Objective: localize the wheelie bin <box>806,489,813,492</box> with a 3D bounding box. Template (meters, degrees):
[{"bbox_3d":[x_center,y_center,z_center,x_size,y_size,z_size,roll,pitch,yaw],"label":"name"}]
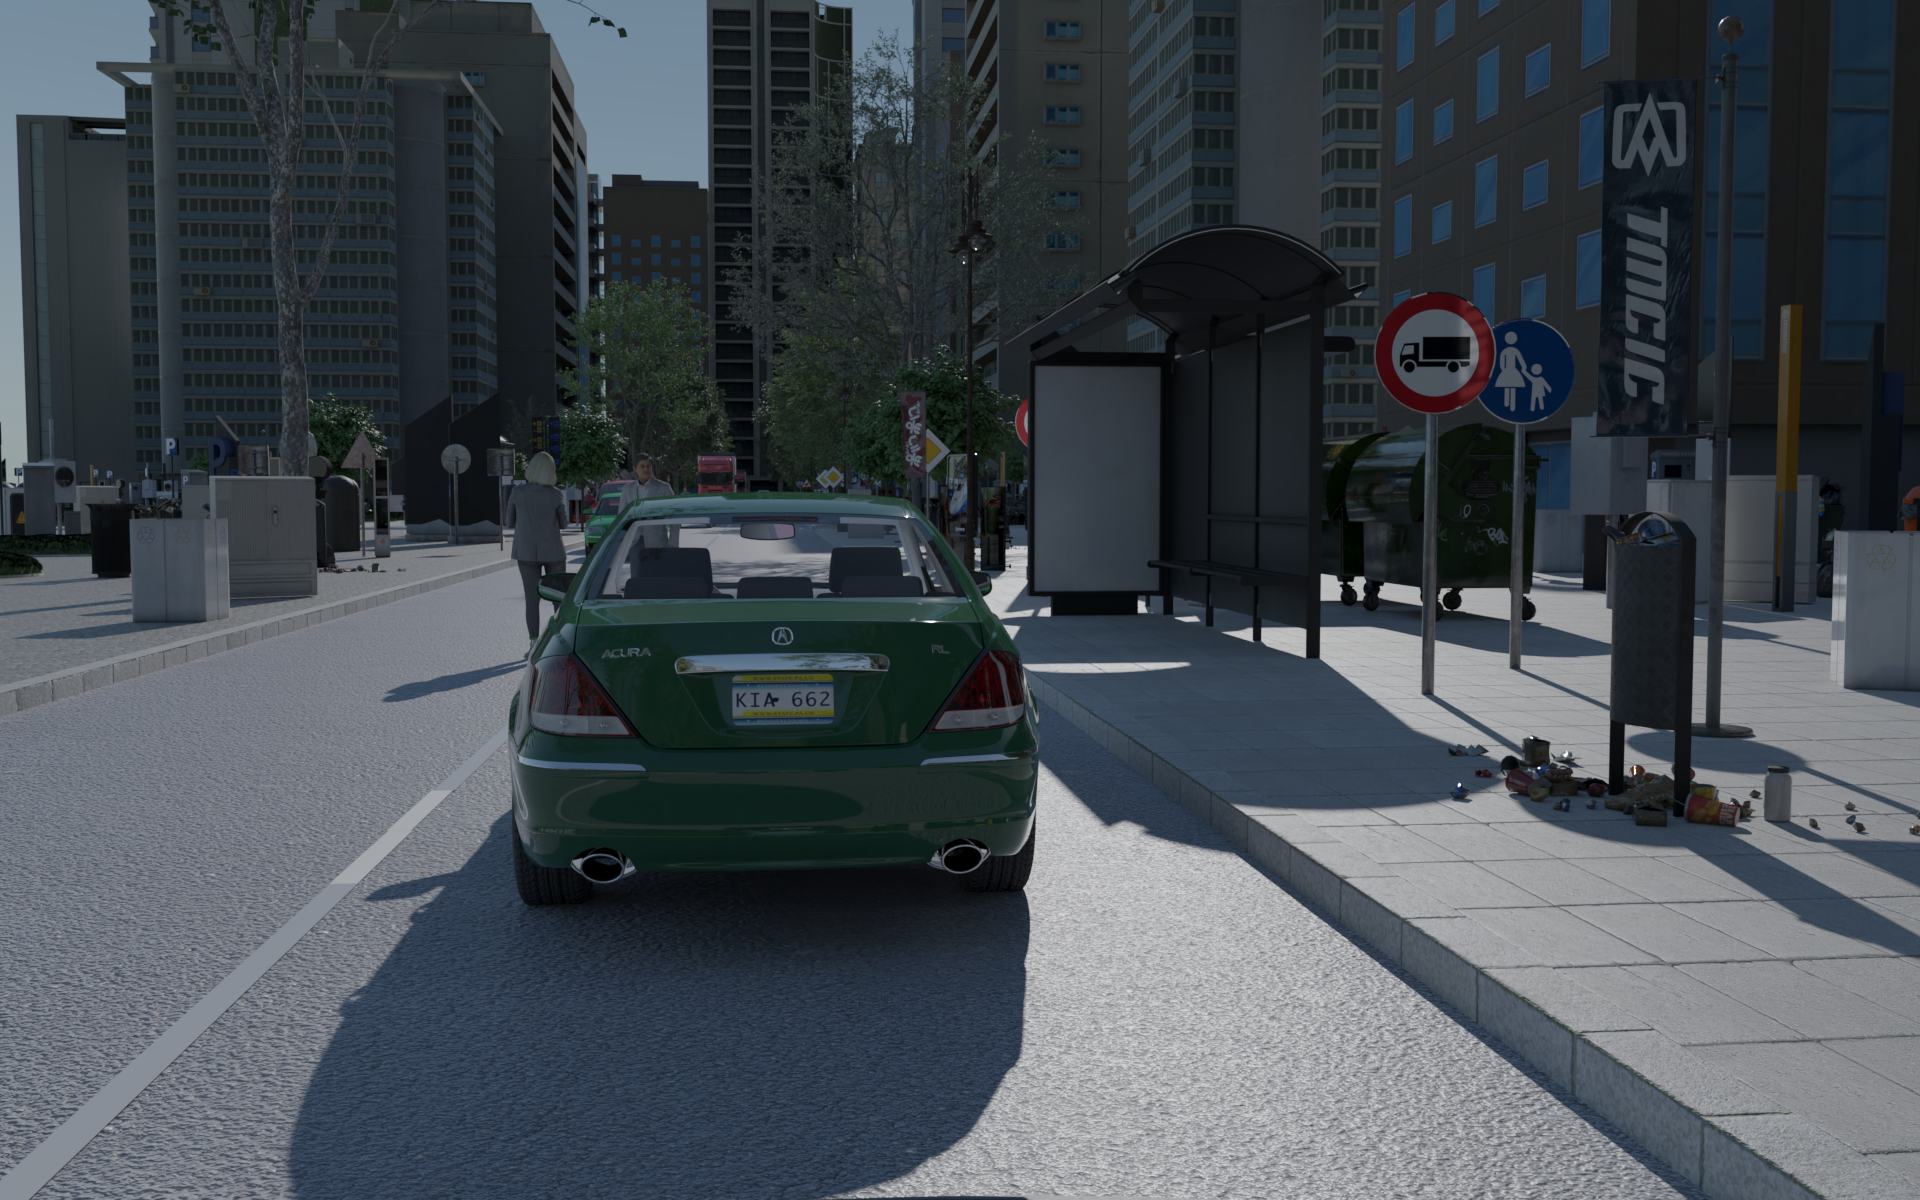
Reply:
[{"bbox_3d":[-10.230,-6.770,118.599,0.980,1.594,0.693,-1,4,-14],"label":"wheelie bin"}]

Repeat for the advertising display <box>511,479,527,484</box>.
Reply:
[{"bbox_3d":[-19.025,-4.252,74.740,0.123,1.923,0.974,1,4,22],"label":"advertising display"}]

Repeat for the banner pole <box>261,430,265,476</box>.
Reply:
[{"bbox_3d":[-27.353,-4.775,68.095,0.401,3.779,0.863,-1,4,-19],"label":"banner pole"}]

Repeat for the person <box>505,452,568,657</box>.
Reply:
[{"bbox_3d":[-3.732,-0.406,15.321,0.537,1.800,0.526,0,4,-3],"label":"person"}]

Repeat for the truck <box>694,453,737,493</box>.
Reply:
[{"bbox_3d":[-16.785,-8.002,119.751,2.839,4.237,11.283,0,4,-7],"label":"truck"}]

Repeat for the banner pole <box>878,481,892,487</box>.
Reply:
[{"bbox_3d":[-3.215,-5.007,71.889,0.863,3.779,0.401,1,4,20],"label":"banner pole"}]

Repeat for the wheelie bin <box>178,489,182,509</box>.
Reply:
[{"bbox_3d":[-52.260,-6.641,116.492,0.980,1.594,0.693,1,4,11],"label":"wheelie bin"}]

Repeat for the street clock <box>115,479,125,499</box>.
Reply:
[{"bbox_3d":[-40.131,-4.786,82.821,0.471,2.002,0.358,2,4,34],"label":"street clock"}]

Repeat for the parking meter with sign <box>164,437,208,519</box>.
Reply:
[{"bbox_3d":[-23.931,-3.545,54.216,0.543,3.016,1.738,2,4,27],"label":"parking meter with sign"}]

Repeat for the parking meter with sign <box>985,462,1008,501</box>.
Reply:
[{"bbox_3d":[2.168,-5.881,92.414,1.738,3.016,0.543,1,4,17],"label":"parking meter with sign"}]

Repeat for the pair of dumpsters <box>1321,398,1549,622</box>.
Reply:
[{"bbox_3d":[4.945,-1.033,19.378,1.574,2.255,4.437,0,4,-6],"label":"pair of dumpsters"}]

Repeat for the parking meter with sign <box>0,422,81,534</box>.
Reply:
[{"bbox_3d":[-22.471,-2.815,42.285,1.738,3.016,0.543,-2,4,-29],"label":"parking meter with sign"}]

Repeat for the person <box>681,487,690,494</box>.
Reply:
[{"bbox_3d":[-14.905,-5.237,94.136,0.660,1.820,0.620,-2,4,-24],"label":"person"}]

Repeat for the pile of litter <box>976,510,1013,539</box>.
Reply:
[{"bbox_3d":[0.993,-2.207,50.046,1.176,0.858,1.719,1,4,10],"label":"pile of litter"}]

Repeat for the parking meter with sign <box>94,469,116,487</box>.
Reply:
[{"bbox_3d":[-60.631,-7.735,122.732,0.543,3.016,1.738,1,4,12],"label":"parking meter with sign"}]

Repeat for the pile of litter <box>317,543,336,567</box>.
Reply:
[{"bbox_3d":[-11.636,-0.990,30.155,1.176,0.858,1.719,3,5,44],"label":"pile of litter"}]

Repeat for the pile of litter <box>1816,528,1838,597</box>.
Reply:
[{"bbox_3d":[11.277,-0.470,21.654,1.719,0.858,1.176,-3,5,-43],"label":"pile of litter"}]

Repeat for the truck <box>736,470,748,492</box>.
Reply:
[{"bbox_3d":[-26.270,-13.078,202.743,2.839,4.237,11.283,0,4,-7],"label":"truck"}]

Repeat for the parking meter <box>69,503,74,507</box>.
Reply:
[{"bbox_3d":[-59.918,-6.803,116.944,0.399,1.863,0.255,0,4,5],"label":"parking meter"}]

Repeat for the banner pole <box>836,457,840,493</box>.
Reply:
[{"bbox_3d":[-7.197,-6.863,102.230,0.401,3.779,0.863,1,4,14],"label":"banner pole"}]

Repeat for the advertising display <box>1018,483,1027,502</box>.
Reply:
[{"bbox_3d":[3.827,-5.803,100.087,0.974,1.923,0.123,-1,4,-21],"label":"advertising display"}]

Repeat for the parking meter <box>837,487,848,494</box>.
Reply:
[{"bbox_3d":[-3.986,-3.076,58.704,0.372,1.533,0.369,0,3,0],"label":"parking meter"}]

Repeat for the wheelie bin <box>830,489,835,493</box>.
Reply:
[{"bbox_3d":[-8.527,-6.411,112.720,0.980,1.594,0.693,3,5,40],"label":"wheelie bin"}]

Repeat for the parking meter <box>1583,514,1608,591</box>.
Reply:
[{"bbox_3d":[8.523,-0.899,23.114,0.372,1.533,0.369,0,3,0],"label":"parking meter"}]

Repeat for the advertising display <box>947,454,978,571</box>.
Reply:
[{"bbox_3d":[0.039,-1.394,28.003,0.123,1.923,0.974,-2,4,-24],"label":"advertising display"}]

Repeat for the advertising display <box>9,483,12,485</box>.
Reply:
[{"bbox_3d":[-54.689,-5.772,99.593,0.123,1.923,0.974,-3,5,-44],"label":"advertising display"}]

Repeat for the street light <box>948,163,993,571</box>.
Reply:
[{"bbox_3d":[0.140,-3.170,24.611,0.468,5.910,1.993,0,4,-6],"label":"street light"}]

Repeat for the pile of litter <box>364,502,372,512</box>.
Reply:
[{"bbox_3d":[-33.083,-5.072,96.894,1.176,0.858,1.719,-3,5,-44],"label":"pile of litter"}]

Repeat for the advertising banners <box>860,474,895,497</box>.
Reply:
[{"bbox_3d":[-2.561,-3.909,60.104,2.074,3.025,0.090,0,4,1],"label":"advertising banners"}]

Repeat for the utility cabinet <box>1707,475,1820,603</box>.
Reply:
[{"bbox_3d":[9.487,-0.723,20.504,1.173,1.500,0.318,3,5,41],"label":"utility cabinet"}]

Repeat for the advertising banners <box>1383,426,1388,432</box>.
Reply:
[{"bbox_3d":[10.971,-3.015,45.487,0.090,3.025,2.074,0,4,2],"label":"advertising banners"}]

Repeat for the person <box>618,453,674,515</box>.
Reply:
[{"bbox_3d":[-3.139,-0.562,17.536,0.661,1.843,0.795,1,4,8],"label":"person"}]

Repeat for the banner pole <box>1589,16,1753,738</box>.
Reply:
[{"bbox_3d":[3.815,-1.175,9.234,0.863,3.779,0.401,1,4,12],"label":"banner pole"}]

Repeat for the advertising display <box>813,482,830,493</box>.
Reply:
[{"bbox_3d":[-7.372,-5.332,92.399,0.974,1.923,0.123,2,4,26],"label":"advertising display"}]

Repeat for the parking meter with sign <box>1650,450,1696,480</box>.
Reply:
[{"bbox_3d":[12.388,-2.070,30.114,1.738,3.016,0.543,0,4,6],"label":"parking meter with sign"}]

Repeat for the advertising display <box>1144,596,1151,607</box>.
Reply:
[{"bbox_3d":[1.715,-0.889,19.752,0.974,1.923,0.123,0,4,5],"label":"advertising display"}]

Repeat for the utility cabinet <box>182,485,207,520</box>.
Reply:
[{"bbox_3d":[-18.837,-2.125,43.417,1.173,1.500,0.318,-1,4,-20],"label":"utility cabinet"}]

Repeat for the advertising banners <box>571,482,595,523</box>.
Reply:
[{"bbox_3d":[-16.819,-4.867,75.770,2.074,3.025,0.090,-2,4,-34],"label":"advertising banners"}]

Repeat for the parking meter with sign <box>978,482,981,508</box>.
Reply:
[{"bbox_3d":[0.949,-6.960,110.049,1.738,3.016,0.543,-2,4,-24],"label":"parking meter with sign"}]

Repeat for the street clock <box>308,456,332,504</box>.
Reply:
[{"bbox_3d":[-12.245,-1.743,33.071,0.471,2.002,0.358,0,4,4],"label":"street clock"}]

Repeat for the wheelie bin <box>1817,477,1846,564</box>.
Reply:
[{"bbox_3d":[15.960,-1.473,31.992,0.693,1.594,0.980,1,4,17],"label":"wheelie bin"}]

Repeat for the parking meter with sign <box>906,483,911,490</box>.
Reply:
[{"bbox_3d":[-4.156,-8.054,127.939,1.738,3.016,0.543,-2,4,-24],"label":"parking meter with sign"}]

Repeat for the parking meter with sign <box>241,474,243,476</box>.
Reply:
[{"bbox_3d":[-51.927,-8.013,127.269,1.738,3.016,0.543,0,4,-5],"label":"parking meter with sign"}]

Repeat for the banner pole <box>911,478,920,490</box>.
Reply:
[{"bbox_3d":[-3.111,-7.902,119.213,0.863,3.779,0.401,-2,4,-28],"label":"banner pole"}]

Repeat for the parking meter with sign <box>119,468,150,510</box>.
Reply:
[{"bbox_3d":[-55.464,-7.352,116.463,1.738,3.016,0.543,-3,5,-45],"label":"parking meter with sign"}]

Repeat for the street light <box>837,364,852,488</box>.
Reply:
[{"bbox_3d":[-4.112,-5.442,61.768,0.468,5.910,1.993,0,4,-6],"label":"street light"}]

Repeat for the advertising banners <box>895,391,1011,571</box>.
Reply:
[{"bbox_3d":[-0.106,-2.017,29.165,2.074,3.025,0.090,2,4,25],"label":"advertising banners"}]

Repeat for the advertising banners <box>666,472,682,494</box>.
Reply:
[{"bbox_3d":[-22.657,-8.677,138.050,0.090,3.025,2.074,3,4,38],"label":"advertising banners"}]
